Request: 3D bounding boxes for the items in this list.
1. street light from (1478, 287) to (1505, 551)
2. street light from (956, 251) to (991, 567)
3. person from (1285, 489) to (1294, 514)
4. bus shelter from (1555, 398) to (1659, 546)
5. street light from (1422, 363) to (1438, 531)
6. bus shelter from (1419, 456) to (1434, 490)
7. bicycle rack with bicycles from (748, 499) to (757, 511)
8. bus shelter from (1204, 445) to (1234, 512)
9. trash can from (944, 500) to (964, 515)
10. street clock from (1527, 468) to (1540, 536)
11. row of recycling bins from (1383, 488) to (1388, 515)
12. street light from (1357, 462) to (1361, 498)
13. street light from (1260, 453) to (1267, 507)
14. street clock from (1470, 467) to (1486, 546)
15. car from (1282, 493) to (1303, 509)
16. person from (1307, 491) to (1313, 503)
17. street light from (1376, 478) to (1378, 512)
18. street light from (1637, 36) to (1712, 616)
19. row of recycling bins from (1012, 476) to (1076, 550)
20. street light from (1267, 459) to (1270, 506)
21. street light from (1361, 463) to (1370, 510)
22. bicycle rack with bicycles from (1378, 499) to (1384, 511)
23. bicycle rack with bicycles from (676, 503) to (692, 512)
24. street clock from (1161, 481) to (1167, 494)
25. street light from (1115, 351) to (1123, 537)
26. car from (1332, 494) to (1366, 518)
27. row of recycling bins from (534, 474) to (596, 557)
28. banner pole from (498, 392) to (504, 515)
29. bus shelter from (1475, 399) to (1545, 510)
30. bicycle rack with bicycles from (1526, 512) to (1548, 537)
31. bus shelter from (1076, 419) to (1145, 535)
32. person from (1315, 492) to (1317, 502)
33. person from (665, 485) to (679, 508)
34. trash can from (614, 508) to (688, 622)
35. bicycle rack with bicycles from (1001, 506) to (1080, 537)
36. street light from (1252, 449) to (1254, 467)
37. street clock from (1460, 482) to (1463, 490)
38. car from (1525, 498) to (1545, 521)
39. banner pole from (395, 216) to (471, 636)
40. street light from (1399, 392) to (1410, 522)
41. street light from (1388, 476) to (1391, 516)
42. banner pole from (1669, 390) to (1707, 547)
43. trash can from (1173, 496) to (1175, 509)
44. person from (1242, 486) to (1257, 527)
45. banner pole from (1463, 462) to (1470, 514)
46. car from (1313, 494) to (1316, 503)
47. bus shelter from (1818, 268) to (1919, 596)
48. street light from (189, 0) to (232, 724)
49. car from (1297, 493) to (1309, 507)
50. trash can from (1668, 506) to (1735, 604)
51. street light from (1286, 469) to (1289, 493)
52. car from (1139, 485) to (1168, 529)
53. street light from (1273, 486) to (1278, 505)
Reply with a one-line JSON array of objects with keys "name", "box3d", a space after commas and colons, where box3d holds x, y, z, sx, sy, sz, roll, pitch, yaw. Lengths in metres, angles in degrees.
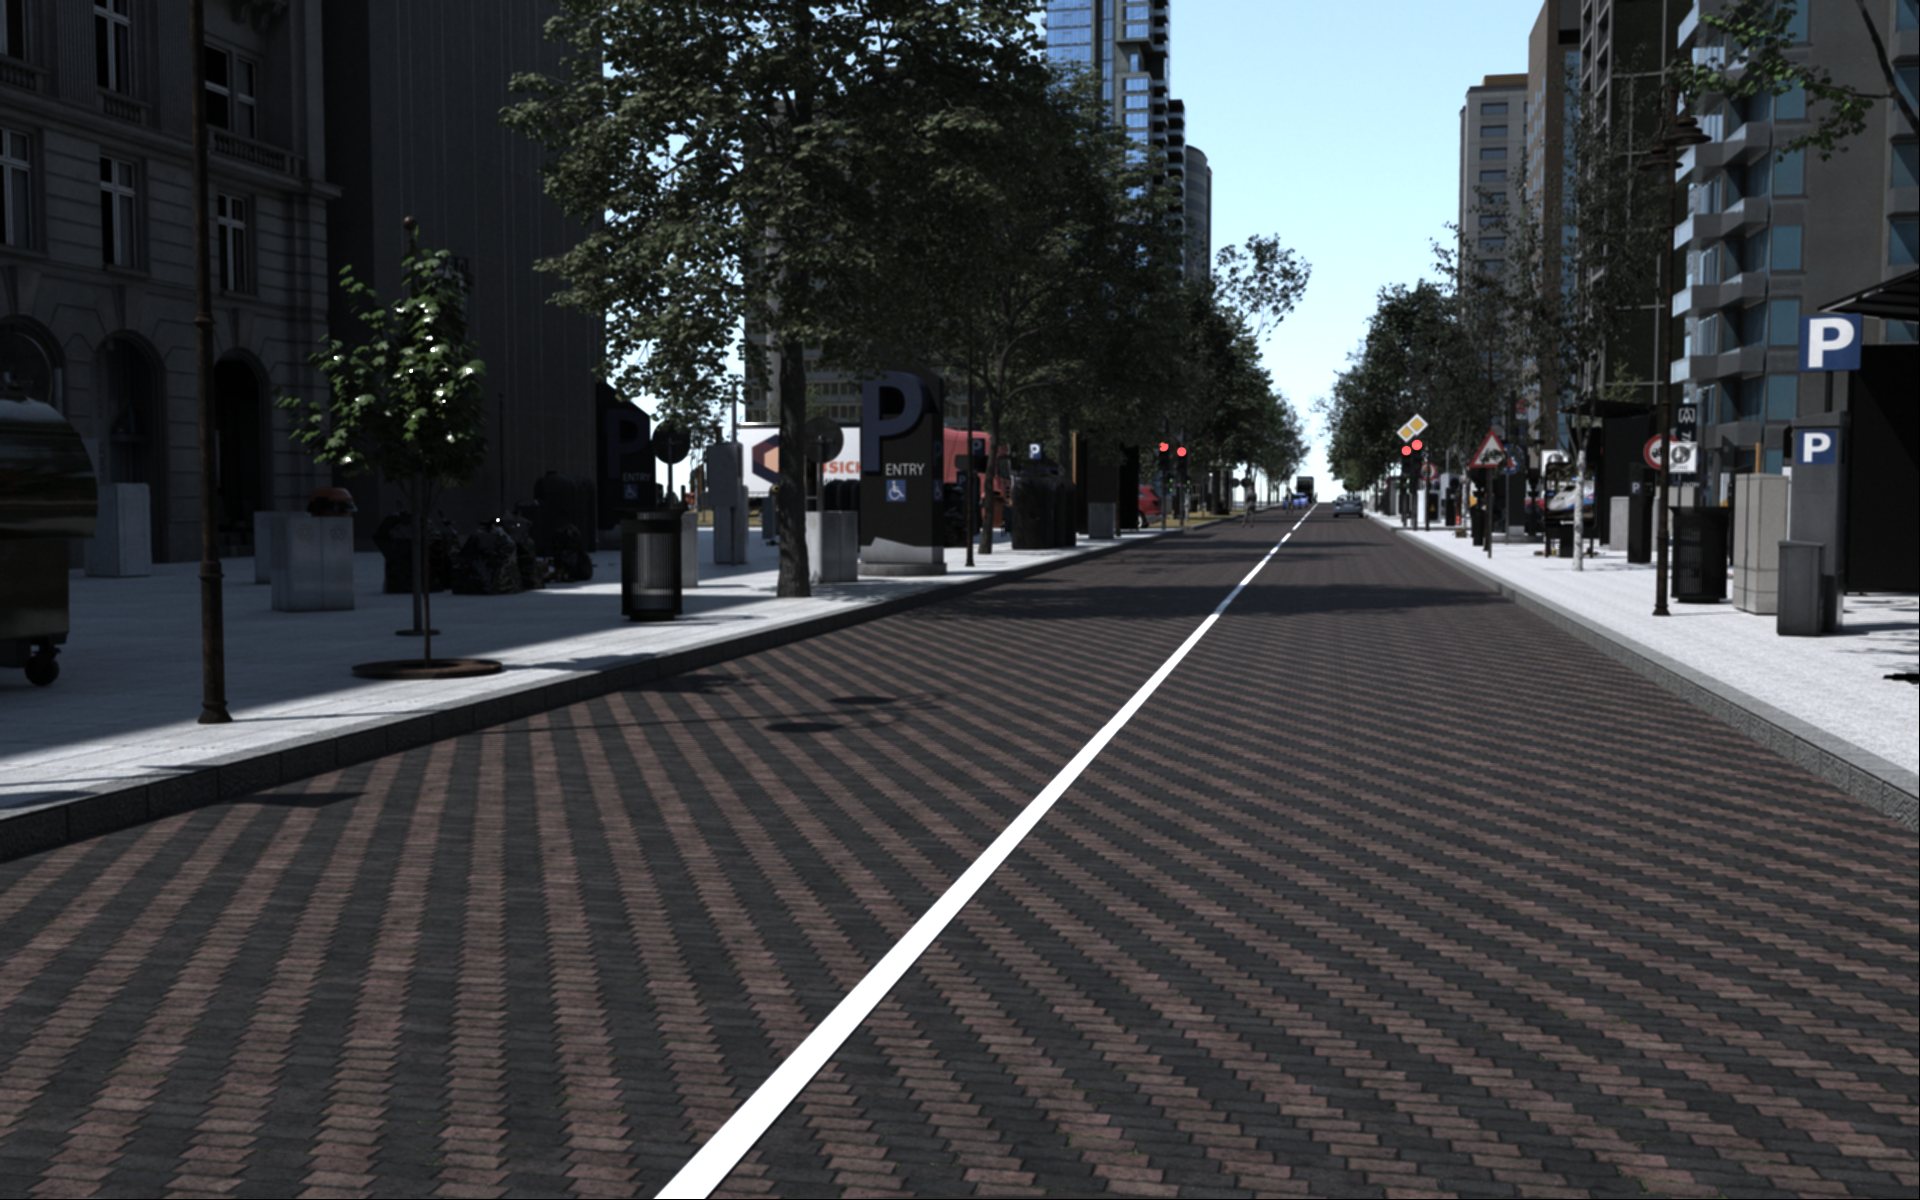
[{"name": "street light", "box3d": [11.867, -4.040, 38.839, 0.468, 5.910, 1.993, 1, 4, 12]}, {"name": "street light", "box3d": [0.176, -3.532, 30.530, 0.468, 5.910, 1.993, 1, 4, 12]}, {"name": "person", "box3d": [23.304, -6.950, 122.113, 0.794, 1.824, 0.713, 3, 4, 36]}, {"name": "bus shelter", "box3d": [16.874, -3.310, 45.400, 1.731, 3.624, 6.357, 1, 4, 12]}, {"name": "street light", "box3d": [16.196, -5.323, 59.823, 0.468, 5.910, 1.993, 1, 4, 12]}, {"name": "bus shelter", "box3d": [32.145, -8.604, 118.304, 2.179, 5.291, 8.768, 1, 4, 12]}, {"name": "bicycle rack with bicycles", "box3d": [-15.910, -7.060, 128.817, 2.852, 0.926, 2.925, -3, 5, -42]}, {"name": "bus shelter", "box3d": [19.358, -9.291, 129.541, 2.179, 5.291, 8.768, 1, 4, 12]}, {"name": "trash can", "box3d": [-0.241, -2.015, 44.592, 0.748, 1.137, 0.748, 0, 3, 0]}, {"name": "street clock", "box3d": [15.944, -2.668, 48.194, 0.358, 2.002, 0.471, 1, 4, 9]}, {"name": "row of recycling bins", "box3d": [26.274, -6.011, 105.391, 1.069, 1.692, 3.534, 1, 4, 13]}, {"name": "street light", "box3d": [40.334, -12.318, 174.183, 0.468, 5.910, 1.993, 1, 4, 12]}, {"name": "street light", "box3d": [28.873, -11.828, 166.179, 0.468, 5.910, 1.993, 1, 4, 12]}, {"name": "street clock", "box3d": [12.833, -2.339, 42.812, 0.471, 2.002, 0.358, -3, 5, -41]}, {"name": "car", "box3d": [31.454, -9.444, 163.994, 1.945, 1.707, 3.694, 1, 4, 11]}, {"name": "person", "box3d": [53.280, -15.649, 263.999, 1.348, 1.869, 0.705, -1, 4, -13]}, {"name": "street light", "box3d": [29.006, -9.031, 120.445, 0.468, 5.910, 1.993, 1, 4, 12]}, {"name": "street light", "box3d": [7.411, -2.773, 18.122, 0.468, 5.910, 1.993, 1, 4, 12]}, {"name": "row of recycling bins", "box3d": [1.987, -2.093, 41.331, 1.069, 1.692, 3.534, 1, 4, 18]}, {"name": "street light", "box3d": [33.306, -13.113, 187.192, 0.468, 5.910, 1.993, 1, 4, 12]}, {"name": "street light", "box3d": [35.878, -11.015, 152.881, 0.468, 5.910, 1.993, 1, 4, 12]}, {"name": "bicycle rack with bicycles", "box3d": [32.745, -7.264, 132.140, 2.925, 0.926, 2.852, -2, 4, -30]}, {"name": "bicycle rack with bicycles", "box3d": [-20.351, -6.565, 120.724, 2.925, 0.926, 2.852, 0, 4, 4]}, {"name": "street clock", "box3d": [11.550, -5.720, 98.084, 0.358, 2.002, 0.471, 1, 4, 20]}, {"name": "street light", "box3d": [4.740, -4.823, 51.640, 0.468, 5.910, 1.993, 1, 4, 12]}, {"name": "car", "box3d": [23.621, -5.702, 105.232, 2.014, 1.417, 4.499, 1, 4, 13]}, {"name": "row of recycling bins", "box3d": [-8.400, -1.813, 36.754, 1.069, 1.692, 3.534, 0, 4, -4]}, {"name": "banner pole", "box3d": [-11.243, -3.212, 42.537, 0.401, 3.779, 0.863, -1, 4, -15]}, {"name": "bus shelter", "box3d": [22.295, -5.697, 70.773, 2.179, 5.291, 8.768, 1, 4, 12]}, {"name": "bicycle rack with bicycles", "box3d": [17.984, -2.243, 50.057, 2.925, 0.926, 2.852, 1, 4, 23]}, {"name": "bus shelter", "box3d": [5.113, -4.039, 57.315, 1.731, 3.624, 6.357, 1, 4, 12]}, {"name": "person", "box3d": [61.194, -17.682, 297.611, 0.705, 1.823, 1.348, 0, 4, 2]}, {"name": "person", "box3d": [-12.063, -3.875, 71.834, 0.794, 1.824, 0.713, -2, 4, -27]}, {"name": "trash can", "box3d": [-3.133, -0.363, 17.588, 0.748, 1.137, 0.748, 0, 3, 0]}, {"name": "bicycle rack with bicycles", "box3d": [2.353, -2.396, 52.555, 2.852, 0.926, 2.925, 0, 4, 6]}, {"name": "street light", "box3d": [24.462, -10.538, 145.090, 0.468, 5.910, 1.993, 1, 4, 12]}, {"name": "street clock", "box3d": [31.066, -6.301, 107.593, 0.358, 2.002, 0.471, 0, 4, 7]}, {"name": "car", "box3d": [22.606, -3.331, 63.128, 5.304, 1.827, 2.281, 1, 4, 10]}, {"name": "banner pole", "box3d": [-4.818, -1.584, 15.910, 0.401, 3.779, 0.863, 3, 4, 37]}, {"name": "street light", "box3d": [20.180, -6.481, 78.754, 0.468, 5.910, 1.993, 1, 4, 12]}, {"name": "street light", "box3d": [24.703, -7.756, 99.591, 0.468, 5.910, 1.993, 1, 4, 12]}, {"name": "banner pole", "box3d": [17.755, -3.178, 41.980, 0.863, 3.779, 0.401, 1, 4, 10]}, {"name": "trash can", "box3d": [15.528, -6.832, 123.357, 0.748, 1.137, 0.748, 0, 3, 0]}, {"name": "person", "box3d": [12.537, -4.051, 75.014, 0.520, 1.790, 0.573, -2, 4, -28]}, {"name": "banner pole", "box3d": [32.919, -7.519, 112.956, 0.401, 3.779, 0.863, -3, 4, -39]}, {"name": "car", "box3d": [58.469, -17.024, 288.570, 2.015, 1.641, 3.980, 1, 4, 14]}, {"name": "bus shelter", "box3d": [10.981, -1.677, 18.701, 1.731, 3.624, 6.357, 1, 4, 12]}, {"name": "street light", "box3d": [-4.189, -2.249, 9.561, 0.468, 5.910, 1.993, 1, 4, 12]}, {"name": "car", "box3d": [36.762, -10.874, 187.375, 1.945, 1.707, 3.694, 1, 4, 11]}, {"name": "trash can", "box3d": [8.710, -0.534, 20.393, 0.748, 1.137, 0.748, 0, 3, 0]}, {"name": "street light", "box3d": [50.648, -18.105, 268.800, 0.468, 5.910, 1.993, 1, 4, 12]}, {"name": "car", "box3d": [5.346, -3.562, 66.914, 5.304, 1.827, 2.281, 1, 4, 13]}, {"name": "street light", "box3d": [37.682, -14.382, 207.925, 0.468, 5.910, 1.993, 1, 4, 12]}]
